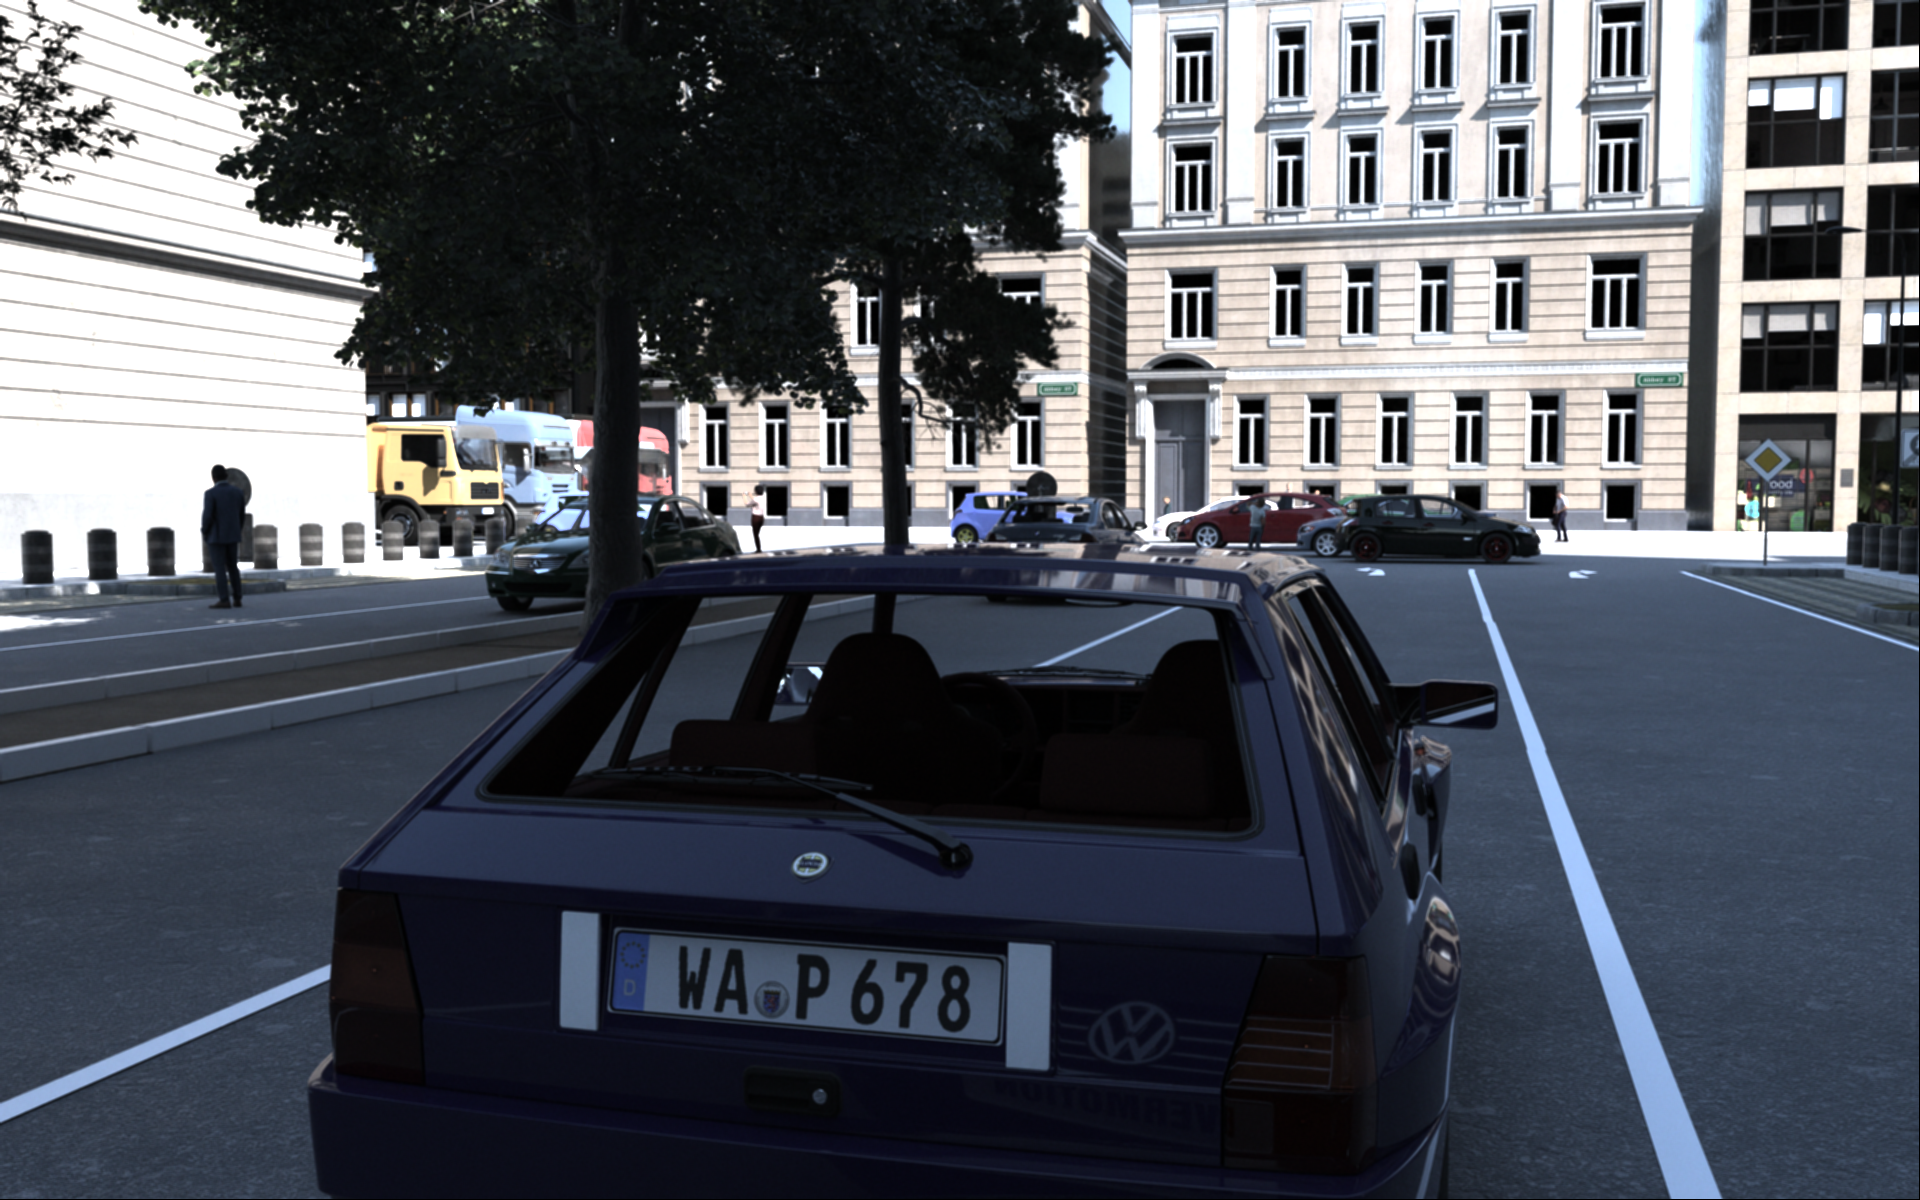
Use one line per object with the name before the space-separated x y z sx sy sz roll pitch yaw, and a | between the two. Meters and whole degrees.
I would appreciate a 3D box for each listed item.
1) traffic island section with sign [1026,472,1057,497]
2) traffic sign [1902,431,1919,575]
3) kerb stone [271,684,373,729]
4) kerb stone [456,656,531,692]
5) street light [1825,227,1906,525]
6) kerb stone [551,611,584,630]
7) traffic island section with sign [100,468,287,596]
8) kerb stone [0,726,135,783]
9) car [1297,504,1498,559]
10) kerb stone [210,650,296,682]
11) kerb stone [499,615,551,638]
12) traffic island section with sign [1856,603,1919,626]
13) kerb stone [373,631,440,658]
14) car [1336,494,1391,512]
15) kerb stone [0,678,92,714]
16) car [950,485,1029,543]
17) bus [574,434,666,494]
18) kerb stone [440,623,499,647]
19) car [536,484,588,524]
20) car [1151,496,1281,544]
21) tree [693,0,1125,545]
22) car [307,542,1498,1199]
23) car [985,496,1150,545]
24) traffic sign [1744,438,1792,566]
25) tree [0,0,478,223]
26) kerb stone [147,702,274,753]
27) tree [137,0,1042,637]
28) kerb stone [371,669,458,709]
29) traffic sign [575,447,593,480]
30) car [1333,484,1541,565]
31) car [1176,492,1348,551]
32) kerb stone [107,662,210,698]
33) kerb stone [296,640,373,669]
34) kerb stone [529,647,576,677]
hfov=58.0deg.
traffic island section with sign | 1.501 -1.642 34.975 2.006 1.907 1.989 1 4 16
traffic sign | 15.196 -1.545 27.396 0.606 2.300 0.079 1 4 21
kerb stone | -4.110 0.683 11.050 0.120 0.150 1.000 1 4 16
kerb stone | -3.555 0.562 13.025 0.120 0.150 1.000 1 4 16
street light | 15.733 -3.522 30.123 1.470 5.913 1.316 1 4 16
kerb stone | -4.204 0.225 18.539 0.120 0.150 1.000 1 4 16
traffic island section with sign | -10.994 -1.015 25.221 1.989 1.847 2.006 1 4 16
kerb stone | -4.670 0.803 9.075 0.120 0.150 1.000 1 4 16
car | 9.910 -1.666 39.239 4.499 1.417 2.014 1 4 16
kerb stone | -5.591 0.528 13.569 0.120 0.150 1.000 1 4 16
kerb stone | -4.476 0.285 17.542 0.120 0.150 1.000 1 4 16
traffic island section with sign | 11.185 -0.650 19.259 1.989 1.847 2.006 1 4 16
kerb stone | -5.028 0.406 15.559 0.120 0.150 1.000 1 4 16
car | 11.493 -2.107 46.243 4.920 1.459 2.131 1 4 15
kerb stone | -6.144 0.649 11.587 0.120 0.150 1.000 1 4 16
car | 1.611 -2.244 46.287 3.694 1.707 1.945 1 4 17
bus | -15.693 -3.910 58.784 13.247 3.499 2.948 1 4 17
kerb stone | -4.751 0.346 16.554 0.120 0.150 1.000 1 4 16
car | -9.233 -2.190 45.396 3.694 1.707 1.945 1 4 15
car | 8.029 -2.362 50.986 4.827 1.381 2.083 1 4 17
tree | -1.042 -6.225 26.292 6.751 12.117 7.091 0 3 0
car | 0.276 0.517 4.124 1.945 1.354 3.894 1 4 15
car | 1.540 -0.744 24.163 2.014 1.417 4.499 1 4 15
traffic sign | 14.455 -1.676 31.043 0.795 2.450 0.064 1 4 16
tree | -5.550 -4.388 8.609 8.767 10.594 7.601 1 4 16
kerb stone | -4.380 0.742 10.060 0.120 0.150 1.000 1 4 16
tree | -3.484 -6.608 17.150 9.857 13.997 8.962 0 3 0
kerb stone | -3.839 0.621 12.039 0.120 0.150 1.000 1 4 16
traffic sign | -7.929 -2.058 37.294 0.795 2.450 0.064 1 4 16
car | 9.981 -1.622 36.312 4.222 1.686 2.009 1 4 17
car | 7.799 -2.172 44.553 4.494 1.783 2.155 1 4 17
kerb stone | -5.864 0.588 12.580 0.120 0.150 1.000 1 4 16
kerb stone | -5.312 0.470 14.567 0.120 0.150 1.000 1 4 16
kerb stone | -3.285 0.500 14.016 0.120 0.150 1.000 1 4 16
